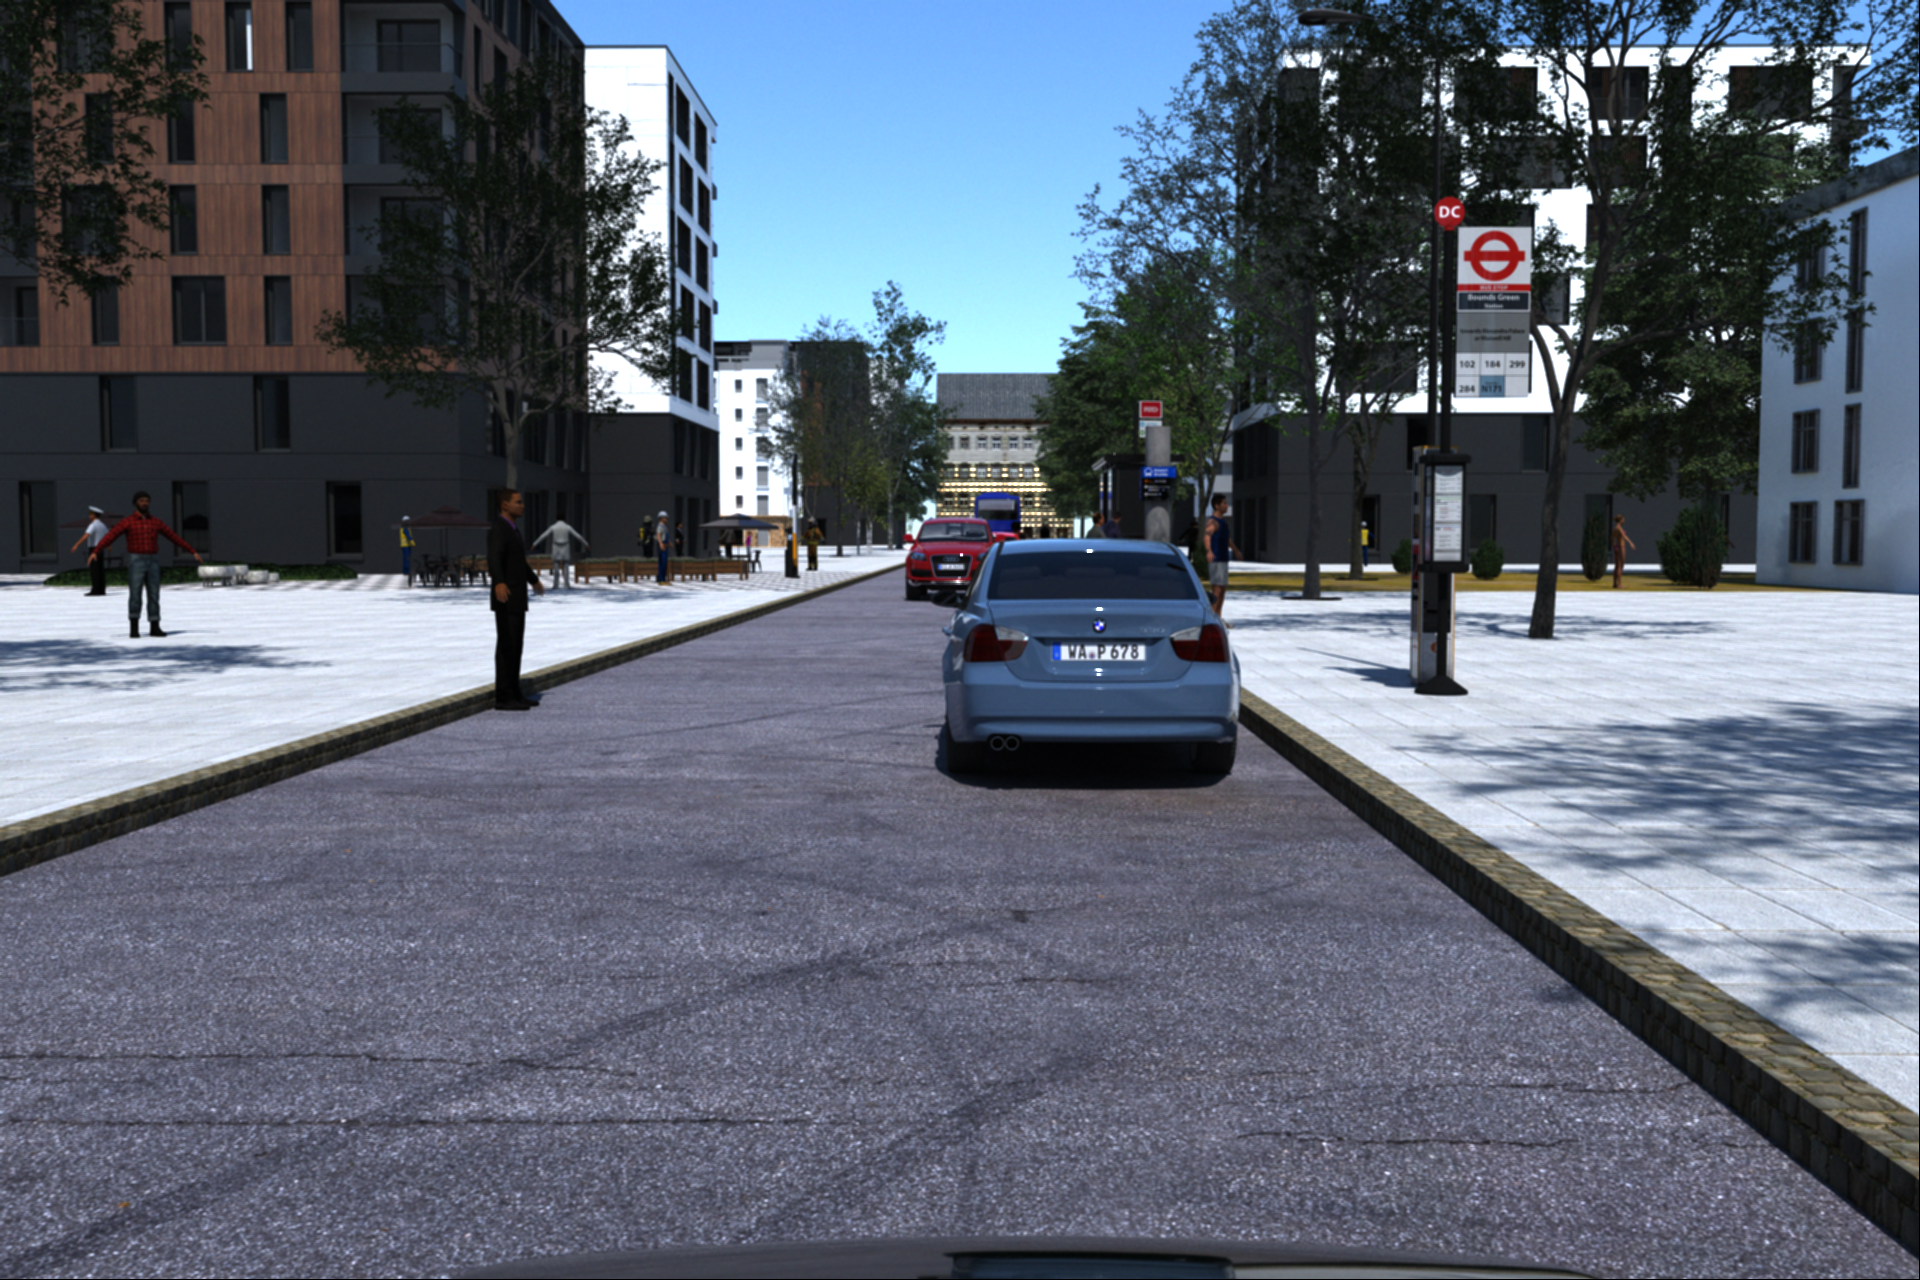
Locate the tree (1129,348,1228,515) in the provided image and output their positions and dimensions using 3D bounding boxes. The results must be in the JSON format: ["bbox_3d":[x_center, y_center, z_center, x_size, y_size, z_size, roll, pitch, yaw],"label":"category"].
[{"bbox_3d":[8.463,-7.276,69.317,4.737,8.622,4.395,0,3,0],"label":"tree"}]

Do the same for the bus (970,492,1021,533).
[{"bbox_3d":[2.069,-6.712,101.289,2.896,3.916,12.251,0,3,0],"label":"bus"}]

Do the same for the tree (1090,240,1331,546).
[{"bbox_3d":[8.540,-8.187,59.611,9.928,11.665,9.643,0,3,0],"label":"tree"}]

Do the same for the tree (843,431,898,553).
[{"bbox_3d":[-6.351,-10.360,119.754,4.737,8.622,4.395,0,3,0],"label":"tree"}]

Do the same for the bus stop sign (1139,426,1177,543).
[{"bbox_3d":[4.847,-3.271,42.497,0.837,3.901,0.837,0,4,2],"label":"bus stop sign"}]

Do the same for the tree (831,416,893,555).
[{"bbox_3d":[-6.139,-9.459,105.023,4.737,8.622,4.395,0,3,0],"label":"tree"}]

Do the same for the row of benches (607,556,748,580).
[{"bbox_3d":[-8.028,-2.034,48.721,4.104,0.672,1.422,1,4,9],"label":"row of benches"}]

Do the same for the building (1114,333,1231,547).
[{"bbox_3d":[30.076,-21.315,192.473,27.936,21.610,32.646,0,4,1],"label":"building"}]

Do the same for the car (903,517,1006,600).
[{"bbox_3d":[-0.107,-1.858,39.056,2.281,1.827,5.304,0,4,2],"label":"car"}]

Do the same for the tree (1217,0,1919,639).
[{"bbox_3d":[7.223,-5.277,20.686,8.767,10.594,7.601,-1,4,-14],"label":"tree"}]

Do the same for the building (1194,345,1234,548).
[{"bbox_3d":[28.051,-19.088,168.506,16.016,20.090,11.380,0,4,1],"label":"building"}]

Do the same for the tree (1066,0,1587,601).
[{"bbox_3d":[6.992,-7.519,33.306,12.009,13.543,11.850,0,3,0],"label":"tree"}]

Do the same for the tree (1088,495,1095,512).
[{"bbox_3d":[10.164,-10.825,127.347,4.737,8.622,4.395,0,3,0],"label":"tree"}]

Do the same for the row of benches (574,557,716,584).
[{"bbox_3d":[-8.383,-1.865,45.955,4.104,0.672,1.422,-3,5,-40],"label":"row of benches"}]

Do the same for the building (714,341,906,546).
[{"bbox_3d":[-21.084,-21.769,199.897,27.936,21.610,32.646,0,4,2],"label":"building"}]

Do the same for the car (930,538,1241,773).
[{"bbox_3d":[0.791,0.020,11.673,2.014,1.417,4.499,0,4,1],"label":"car"}]

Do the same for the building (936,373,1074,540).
[{"bbox_3d":[5.914,-24.551,234.792,18.063,23.208,19.493,0,4,0],"label":"building"}]

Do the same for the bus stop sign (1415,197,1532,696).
[{"bbox_3d":[4.092,-1.536,13.811,0.855,3.939,0.416,0,4,2],"label":"bus stop sign"}]

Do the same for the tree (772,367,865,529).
[{"bbox_3d":[-6.730,-7.725,76.666,4.360,8.622,3.978,0,3,0],"label":"tree"}]

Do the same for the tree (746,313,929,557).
[{"bbox_3d":[-6.770,-11.371,96.290,12.009,13.543,11.850,0,3,0],"label":"tree"}]

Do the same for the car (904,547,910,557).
[{"bbox_3d":[-0.848,-2.874,59.346,2.083,1.381,4.827,0,4,1],"label":"car"}]

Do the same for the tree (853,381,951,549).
[{"bbox_3d":[-5.146,-14.628,145.830,9.857,13.997,8.962,0,3,0],"label":"tree"}]

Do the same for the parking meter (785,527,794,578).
[{"bbox_3d":[-4.967,-2.605,50.999,0.372,1.533,0.369,0,3,0],"label":"parking meter"}]

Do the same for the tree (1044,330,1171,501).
[{"bbox_3d":[8.458,-10.780,94.383,7.486,12.596,7.792,0,3,0],"label":"tree"}]

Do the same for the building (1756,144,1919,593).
[{"bbox_3d":[25.012,-5.446,31.191,9.099,9.664,28.070,0,4,1],"label":"building"}]

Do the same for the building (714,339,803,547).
[{"bbox_3d":[-21.871,-19.154,169.584,16.016,20.090,11.380,0,4,1],"label":"building"}]

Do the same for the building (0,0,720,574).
[{"bbox_3d":[-26.208,-13.873,70.793,27.936,21.610,32.646,0,4,1],"label":"building"}]

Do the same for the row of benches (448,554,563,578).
[{"bbox_3d":[-13.654,-2.272,52.617,1.422,0.672,4.104,3,4,36],"label":"row of benches"}]

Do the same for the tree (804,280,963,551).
[{"bbox_3d":[-6.099,-16.895,132.129,12.611,20.169,13.585,0,3,0],"label":"tree"}]

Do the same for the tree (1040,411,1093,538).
[{"bbox_3d":[10.211,-13.570,139.990,7.486,12.596,7.792,0,3,0],"label":"tree"}]

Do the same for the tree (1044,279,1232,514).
[{"bbox_3d":[8.541,-10.799,83.226,9.857,13.997,8.962,0,3,0],"label":"tree"}]

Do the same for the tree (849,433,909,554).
[{"bbox_3d":[-6.039,-9.928,112.684,4.360,8.622,3.978,0,3,0],"label":"tree"}]

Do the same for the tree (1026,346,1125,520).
[{"bbox_3d":[9.417,-12.862,116.953,9.857,13.997,8.962,0,3,0],"label":"tree"}]

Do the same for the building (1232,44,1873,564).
[{"bbox_3d":[27.700,-14.989,89.044,27.936,21.610,32.646,0,4,1],"label":"building"}]

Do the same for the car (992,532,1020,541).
[{"bbox_3d":[1.012,-2.457,49.206,2.155,1.783,4.494,0,4,1],"label":"car"}]
